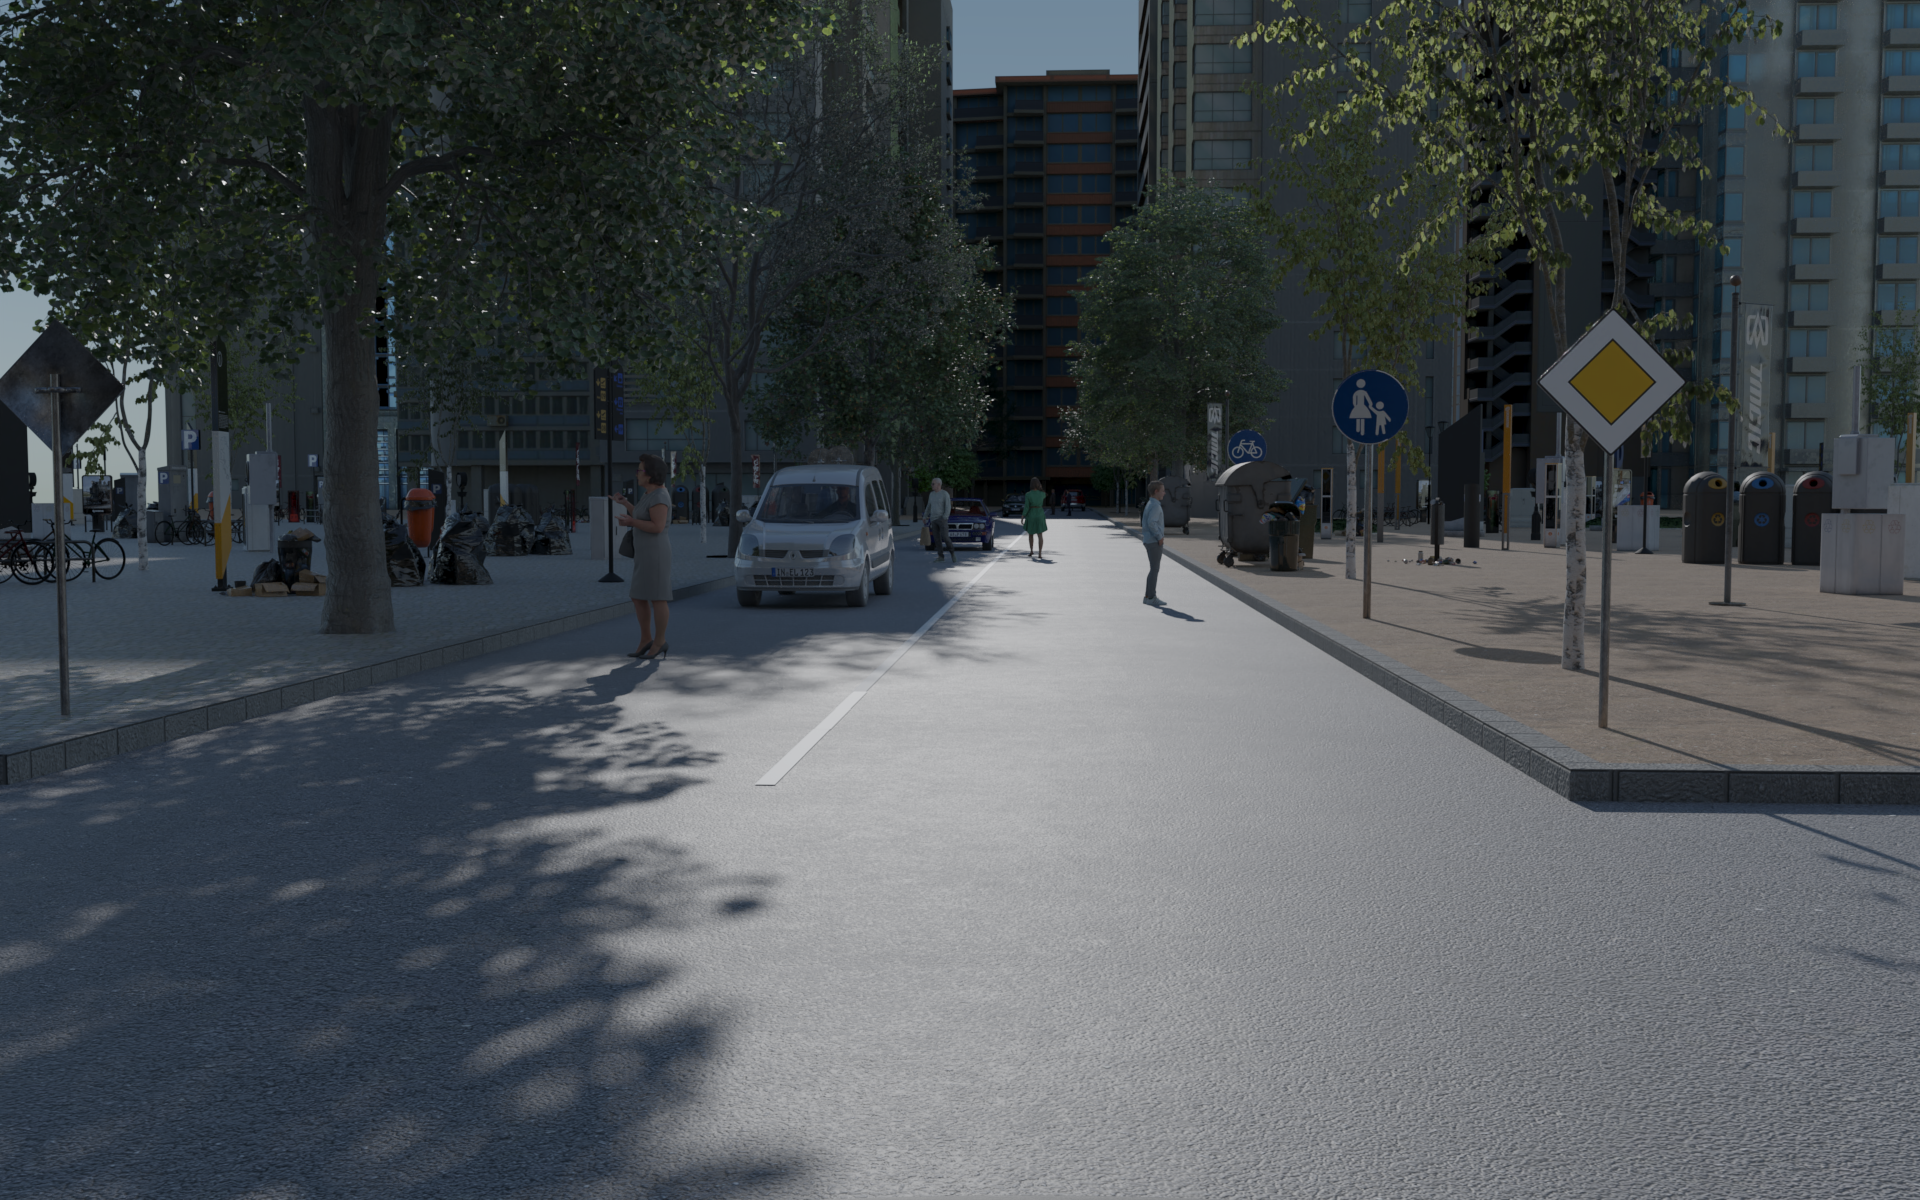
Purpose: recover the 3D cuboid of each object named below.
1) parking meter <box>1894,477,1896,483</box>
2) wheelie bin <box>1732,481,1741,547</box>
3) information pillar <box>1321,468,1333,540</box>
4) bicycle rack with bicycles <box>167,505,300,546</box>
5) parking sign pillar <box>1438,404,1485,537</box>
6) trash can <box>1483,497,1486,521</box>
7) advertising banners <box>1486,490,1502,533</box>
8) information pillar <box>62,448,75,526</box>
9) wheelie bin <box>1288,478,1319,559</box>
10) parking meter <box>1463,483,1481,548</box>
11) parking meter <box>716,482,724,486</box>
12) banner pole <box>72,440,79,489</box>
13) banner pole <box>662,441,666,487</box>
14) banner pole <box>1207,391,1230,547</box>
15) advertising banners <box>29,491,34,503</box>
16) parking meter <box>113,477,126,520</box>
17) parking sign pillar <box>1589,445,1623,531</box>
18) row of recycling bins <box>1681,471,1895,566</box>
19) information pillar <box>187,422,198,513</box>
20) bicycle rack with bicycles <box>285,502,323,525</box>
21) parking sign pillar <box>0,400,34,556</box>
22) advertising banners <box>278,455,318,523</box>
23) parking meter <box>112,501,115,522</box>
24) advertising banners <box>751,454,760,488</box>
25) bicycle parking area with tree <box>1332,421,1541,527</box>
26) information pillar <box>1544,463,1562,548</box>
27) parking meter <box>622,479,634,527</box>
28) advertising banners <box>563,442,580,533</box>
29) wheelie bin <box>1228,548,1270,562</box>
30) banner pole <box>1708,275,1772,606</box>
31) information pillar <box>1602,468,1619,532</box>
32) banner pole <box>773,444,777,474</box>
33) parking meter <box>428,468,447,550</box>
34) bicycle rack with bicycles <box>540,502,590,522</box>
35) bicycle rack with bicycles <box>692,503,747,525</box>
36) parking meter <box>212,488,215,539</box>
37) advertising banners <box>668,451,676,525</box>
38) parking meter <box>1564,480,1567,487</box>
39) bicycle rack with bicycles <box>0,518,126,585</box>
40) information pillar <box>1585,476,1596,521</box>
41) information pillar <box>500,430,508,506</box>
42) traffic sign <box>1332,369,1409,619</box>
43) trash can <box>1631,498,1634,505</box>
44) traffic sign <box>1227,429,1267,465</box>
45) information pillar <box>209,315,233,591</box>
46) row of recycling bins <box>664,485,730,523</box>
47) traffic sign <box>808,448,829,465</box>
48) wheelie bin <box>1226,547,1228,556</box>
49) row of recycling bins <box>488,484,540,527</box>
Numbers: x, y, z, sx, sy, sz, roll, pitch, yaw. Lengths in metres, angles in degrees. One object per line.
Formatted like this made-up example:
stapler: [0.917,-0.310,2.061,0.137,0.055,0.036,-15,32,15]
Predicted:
parking meter: [31.531,-3.239,58.667,0.255,1.863,0.399,3,4,36]
wheelie bin: [18.623,-2.089,42.070,0.693,1.594,0.980,-3,4,-39]
information pillar: [10.368,-2.719,48.951,0.304,2.012,0.304,1,4,17]
bicycle rack with bicycles: [-18.770,-1.846,43.571,2.852,0.926,2.925,3,5,42]
parking sign pillar: [15.159,-3.910,52.397,1.447,3.967,1.447,3,4,36]
trash can: [25.019,-4.304,82.027,0.748,1.137,0.748,0,3,0]
advertising banners: [16.691,-3.682,56.396,2.074,3.025,0.090,-1,4,-11]
information pillar: [-36.265,-4.828,70.289,0.504,3.616,0.183,-2,4,-31]
wheelie bin: [6.719,-1.630,34.567,0.693,1.594,0.980,-1,4,-21]
parking meter: [12.263,-2.022,41.475,0.372,1.533,0.369,0,3,0]
parking meter: [-11.588,-4.761,83.545,0.399,1.863,0.255,-1,4,-13]
banner pole: [-40.536,-5.449,79.112,0.863,3.779,0.401,-2,4,-35]
banner pole: [-14.107,-5.663,82.605,0.401,3.779,0.863,-2,4,-24]
banner pole: [6.285,-3.176,41.950,0.863,3.779,0.401,-2,4,-32]
advertising banners: [-38.853,-4.545,70.499,0.090,3.025,2.074,3,5,43]
parking meter: [-29.185,-3.329,60.137,0.399,1.863,0.255,-2,4,-26]
parking sign pillar: [22.717,-4.392,60.285,1.447,3.967,1.447,2,4,32]
row of recycling bins: [15.026,-1.490,31.467,3.534,1.692,1.069,2,4,26]
information pillar: [-24.990,-3.978,56.392,0.504,3.616,0.183,3,5,41]
bicycle rack with bicycles: [-31.578,-4.099,80.398,2.852,0.926,2.925,2,4,27]
parking sign pillar: [-20.404,-2.938,36.507,1.447,3.967,1.447,3,5,41]
advertising banners: [-29.998,-5.004,78.009,2.074,3.025,0.090,-1,4,-13]
parking meter: [-39.209,-4.405,80.439,0.372,1.533,0.369,0,3,0]
advertising banners: [-8.479,-4.935,76.876,0.090,3.025,2.074,3,5,43]
bicycle parking area with tree: [19.275,-5.124,70.783,9.016,4.147,8.231,1,4,23]
information pillar: [14.130,-2.250,41.273,0.304,2.012,0.304,3,4,39]
parking meter: [-12.892,-3.768,67.324,0.399,1.863,0.255,-3,5,-43]
advertising banners: [-12.876,-3.753,57.548,0.090,3.025,2.074,0,4,2]
wheelie bin: [5.590,-1.540,33.084,0.693,1.594,0.980,1,4,18]
banner pole: [9.068,-1.834,19.997,0.863,3.779,0.401,-2,4,-27]
information pillar: [18.523,-2.741,49.307,0.304,2.012,0.304,-1,4,-12]
banner pole: [-6.824,-4.516,63.861,0.401,3.779,0.863,0,4,3]
parking meter: [-11.917,-2.070,39.551,0.399,1.863,0.255,-1,4,-10]
bicycle rack with bicycles: [-18.034,-4.086,80.192,2.925,0.926,2.852,2,4,27]
bicycle rack with bicycles: [-10.034,-3.597,72.198,2.852,0.926,2.925,0,4,-2]
parking meter: [-20.987,-2.491,49.142,0.372,1.533,0.369,0,3,0]
advertising banners: [-12.139,-4.601,71.418,0.090,3.025,2.074,-2,4,-35]
parking meter: [24.080,-3.871,69.002,0.399,1.863,0.255,-1,4,-9]
bicycle rack with bicycles: [-13.630,-0.718,25.117,2.852,0.926,2.925,3,5,43]
information pillar: [25.996,-4.094,71.426,0.304,2.012,0.304,-3,5,-43]
information pillar: [-16.683,-4.406,63.396,0.183,3.616,0.504,-3,5,-41]
traffic sign: [4.199,-1.082,17.798,0.768,2.556,0.104,1,4,11]
trash can: [27.270,-3.633,71.058,0.748,1.137,0.748,0,3,0]
traffic sign: [5.654,-2.084,34.182,0.768,2.556,0.104,0,4,5]
information pillar: [-9.803,-1.933,22.966,0.183,3.616,0.504,0,4,-8]
row of recycling bins: [-12.008,-4.272,76.955,3.534,1.692,1.069,-1,4,-13]
traffic sign: [-3.815,-2.902,47.558,0.768,2.556,0.104,1,4,9]
wheelie bin: [5.801,-1.703,35.744,0.980,1.594,0.693,-1,4,-14]
row of recycling bins: [-17.712,-3.785,69.003,1.069,1.692,3.534,1,4,11]
